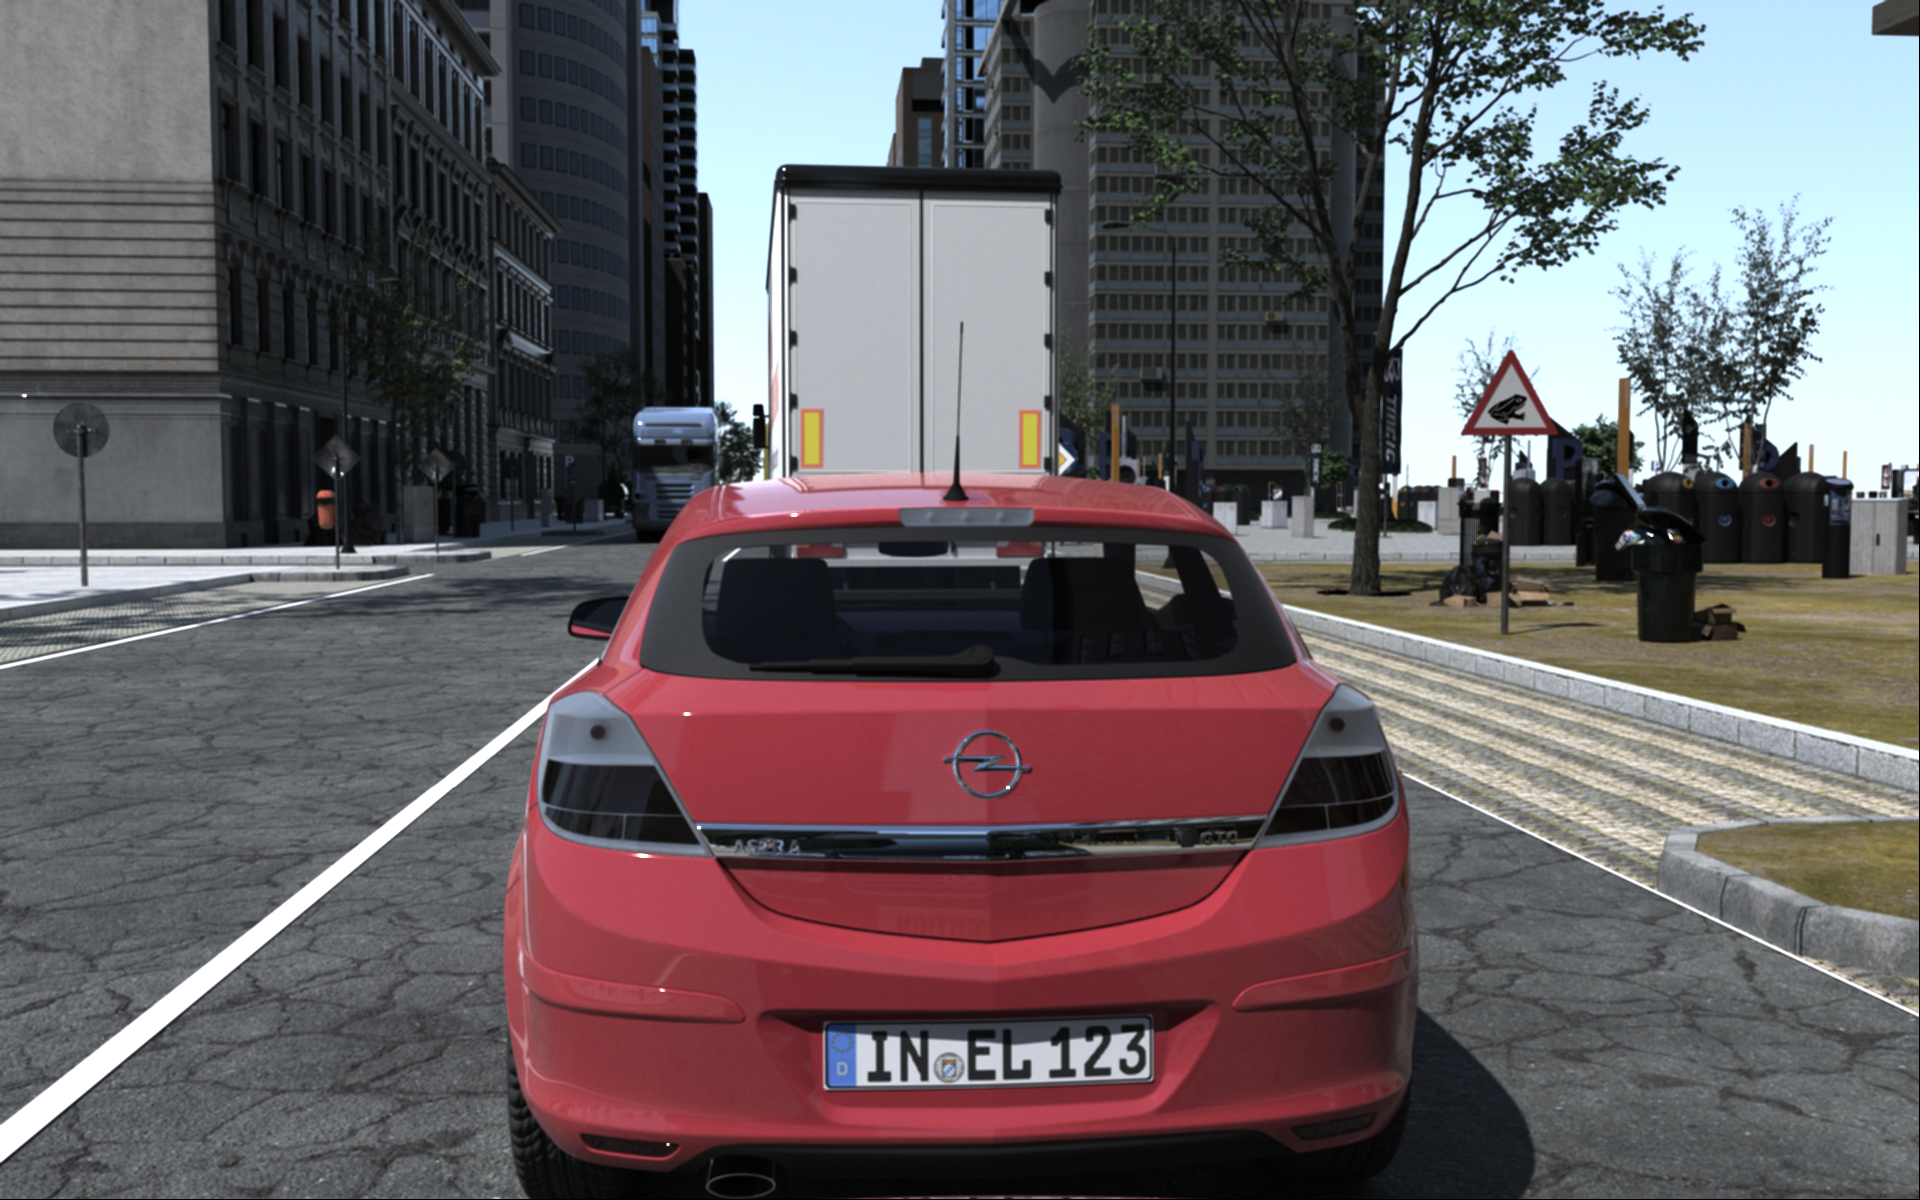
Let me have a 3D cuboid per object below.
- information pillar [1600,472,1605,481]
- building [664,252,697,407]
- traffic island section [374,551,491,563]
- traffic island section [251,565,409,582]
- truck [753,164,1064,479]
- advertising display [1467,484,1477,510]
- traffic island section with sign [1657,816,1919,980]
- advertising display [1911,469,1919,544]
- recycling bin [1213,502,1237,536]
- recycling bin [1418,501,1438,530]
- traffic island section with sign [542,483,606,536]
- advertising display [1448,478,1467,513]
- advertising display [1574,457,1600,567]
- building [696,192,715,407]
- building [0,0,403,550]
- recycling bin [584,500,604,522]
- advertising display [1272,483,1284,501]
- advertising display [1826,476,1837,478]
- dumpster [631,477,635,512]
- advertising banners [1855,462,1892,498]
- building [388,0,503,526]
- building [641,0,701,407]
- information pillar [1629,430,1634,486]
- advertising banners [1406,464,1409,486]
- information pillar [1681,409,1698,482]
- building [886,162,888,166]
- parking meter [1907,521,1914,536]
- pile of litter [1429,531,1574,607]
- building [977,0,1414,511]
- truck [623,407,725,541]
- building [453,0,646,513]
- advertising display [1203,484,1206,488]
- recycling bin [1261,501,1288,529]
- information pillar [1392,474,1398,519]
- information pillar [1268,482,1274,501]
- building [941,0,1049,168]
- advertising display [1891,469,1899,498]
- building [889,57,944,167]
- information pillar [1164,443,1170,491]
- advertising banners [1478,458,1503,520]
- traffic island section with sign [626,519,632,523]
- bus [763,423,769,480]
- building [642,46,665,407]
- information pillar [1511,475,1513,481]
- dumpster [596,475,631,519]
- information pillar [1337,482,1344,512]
[{"bbox_3d":[21.160,-3.238,57.440,0.304,2.012,0.304,-1,4,-11],"label":"information pillar"},{"bbox_3d":[-38.583,-26.456,204.251,14.160,30.474,14.107,0,4,-5],"label":"building"},{"bbox_3d":[-11.334,-0.930,37.494,2.009,0.180,2.903,0,4,-5],"label":"traffic island section"},{"bbox_3d":[-10.629,-0.444,29.540,2.009,0.180,2.903,0,4,-5],"label":"traffic island section"},{"bbox_3d":[-1.008,-1.928,20.440,2.839,4.237,11.283,0,4,-7],"label":"truck"},{"bbox_3d":[31.163,-6.168,106.061,0.974,1.923,0.123,1,4,11],"label":"advertising display"},{"bbox_3d":[3.532,0.171,5.832,1.989,1.847,2.006,0,4,-5],"label":"traffic island section with sign"},{"bbox_3d":[24.479,-2.374,44.025,0.974,1.923,0.123,2,4,33],"label":"advertising display"},{"bbox_3d":[8.197,-2.508,53.560,0.722,1.027,0.722,0,4,7],"label":"recycling bin"},{"bbox_3d":[16.834,-3.014,61.838,0.722,1.027,0.722,-3,5,-44],"label":"recycling bin"},{"bbox_3d":[-13.323,-3.134,59.868,1.989,1.847,2.006,0,4,-5],"label":"traffic island section with sign"},{"bbox_3d":[19.949,-3.942,69.663,0.974,1.923,0.123,-3,5,-40],"label":"advertising display"},{"bbox_3d":[11.148,-1.565,30.799,0.123,1.923,0.974,3,4,38],"label":"advertising display"},{"bbox_3d":[-42.767,-36.660,249.507,14.600,45.320,14.200,0,4,-5],"label":"building"},{"bbox_3d":[-22.548,-12.170,48.123,9.793,20.994,18.267,0,4,-5],"label":"building"},{"bbox_3d":[-16.948,-4.135,80.161,0.722,1.027,0.722,0,4,7],"label":"recycling bin"},{"bbox_3d":[19.035,-6.020,103.643,0.123,1.923,0.974,-2,4,-28],"label":"advertising display"},{"bbox_3d":[30.888,-3.444,61.522,0.123,1.923,0.974,0,4,7],"label":"advertising display"},{"bbox_3d":[-18.720,-5.779,96.988,1.502,2.255,1.985,0,4,-5],"label":"dumpster"},{"bbox_3d":[54.955,-6.611,104.275,0.090,3.025,2.074,-2,4,-34],"label":"advertising banners"},{"bbox_3d":[-24.951,-14.573,67.144,11.050,23.489,19.941,0,4,-5],"label":"building"},{"bbox_3d":[-44.120,-55.830,225.484,22.319,86.520,31.000,0,4,-5],"label":"building"},{"bbox_3d":[21.703,-3.979,56.411,0.183,3.616,0.504,-2,4,-26],"label":"information pillar"},{"bbox_3d":[25.733,-6.363,100.219,0.090,3.025,2.074,2,4,26],"label":"advertising banners"},{"bbox_3d":[20.022,-3.439,47.579,0.504,3.616,0.183,-1,4,-21],"label":"information pillar"},{"bbox_3d":[0.334,-37.546,233.482,23.786,49.044,30.456,0,4,-5],"label":"building"},{"bbox_3d":[29.020,-2.889,52.939,0.399,1.863,0.255,0,3,0],"label":"parking meter"},{"bbox_3d":[6.279,-0.371,20.024,1.719,0.858,1.176,0,4,7],"label":"pile of litter"},{"bbox_3d":[14.694,-26.845,130.795,32.217,40.220,23.993,0,4,-5],"label":"building"},{"bbox_3d":[-9.222,-4.261,59.429,2.967,4.110,18.799,0,4,-5],"label":"truck"},{"bbox_3d":[-34.728,-35.620,124.379,21.231,58.520,28.212,0,4,-5],"label":"building"},{"bbox_3d":[15.198,-6.303,108.273,0.123,1.923,0.974,0,4,-7],"label":"advertising display"},{"bbox_3d":[11.697,-3.173,64.435,0.722,1.027,0.722,-1,4,-22],"label":"recycling bin"},{"bbox_3d":[19.933,-5.381,79.336,0.183,3.616,0.504,0,4,-7],"label":"information pillar"},{"bbox_3d":[19.489,-6.360,108.485,0.304,2.012,0.304,0,4,-3],"label":"information pillar"},{"bbox_3d":[7.050,-51.596,156.260,22.319,86.520,31.000,0,4,-5],"label":"building"},{"bbox_3d":[24.648,-2.462,45.466,0.123,1.923,0.974,3,5,43],"label":"advertising display"},{"bbox_3d":[0.612,-32.388,179.647,14.600,45.320,14.200,0,4,-5],"label":"building"},{"bbox_3d":[9.482,-5.376,79.246,0.183,3.616,0.504,-2,4,-25],"label":"information pillar"},{"bbox_3d":[25.570,-5.292,82.707,0.090,3.025,2.074,-3,4,-37],"label":"advertising banners"},{"bbox_3d":[-15.735,-4.803,87.161,1.989,1.847,2.006,0,4,-5],"label":"traffic island section with sign"},{"bbox_3d":[-5.023,-3.961,56.315,2.896,3.916,12.252,0,4,-6],"label":"bus"},{"bbox_3d":[-36.690,-31.826,170.458,14.600,45.320,14.200,0,4,-5],"label":"building"},{"bbox_3d":[21.584,-3.869,67.752,0.304,2.012,0.304,0,4,6],"label":"information pillar"},{"bbox_3d":[-18.064,-5.347,89.921,1.502,2.255,1.985,0,4,-5],"label":"dumpster"},{"bbox_3d":[23.151,-6.167,105.317,0.304,2.012,0.304,-3,4,-39],"label":"information pillar"}]
